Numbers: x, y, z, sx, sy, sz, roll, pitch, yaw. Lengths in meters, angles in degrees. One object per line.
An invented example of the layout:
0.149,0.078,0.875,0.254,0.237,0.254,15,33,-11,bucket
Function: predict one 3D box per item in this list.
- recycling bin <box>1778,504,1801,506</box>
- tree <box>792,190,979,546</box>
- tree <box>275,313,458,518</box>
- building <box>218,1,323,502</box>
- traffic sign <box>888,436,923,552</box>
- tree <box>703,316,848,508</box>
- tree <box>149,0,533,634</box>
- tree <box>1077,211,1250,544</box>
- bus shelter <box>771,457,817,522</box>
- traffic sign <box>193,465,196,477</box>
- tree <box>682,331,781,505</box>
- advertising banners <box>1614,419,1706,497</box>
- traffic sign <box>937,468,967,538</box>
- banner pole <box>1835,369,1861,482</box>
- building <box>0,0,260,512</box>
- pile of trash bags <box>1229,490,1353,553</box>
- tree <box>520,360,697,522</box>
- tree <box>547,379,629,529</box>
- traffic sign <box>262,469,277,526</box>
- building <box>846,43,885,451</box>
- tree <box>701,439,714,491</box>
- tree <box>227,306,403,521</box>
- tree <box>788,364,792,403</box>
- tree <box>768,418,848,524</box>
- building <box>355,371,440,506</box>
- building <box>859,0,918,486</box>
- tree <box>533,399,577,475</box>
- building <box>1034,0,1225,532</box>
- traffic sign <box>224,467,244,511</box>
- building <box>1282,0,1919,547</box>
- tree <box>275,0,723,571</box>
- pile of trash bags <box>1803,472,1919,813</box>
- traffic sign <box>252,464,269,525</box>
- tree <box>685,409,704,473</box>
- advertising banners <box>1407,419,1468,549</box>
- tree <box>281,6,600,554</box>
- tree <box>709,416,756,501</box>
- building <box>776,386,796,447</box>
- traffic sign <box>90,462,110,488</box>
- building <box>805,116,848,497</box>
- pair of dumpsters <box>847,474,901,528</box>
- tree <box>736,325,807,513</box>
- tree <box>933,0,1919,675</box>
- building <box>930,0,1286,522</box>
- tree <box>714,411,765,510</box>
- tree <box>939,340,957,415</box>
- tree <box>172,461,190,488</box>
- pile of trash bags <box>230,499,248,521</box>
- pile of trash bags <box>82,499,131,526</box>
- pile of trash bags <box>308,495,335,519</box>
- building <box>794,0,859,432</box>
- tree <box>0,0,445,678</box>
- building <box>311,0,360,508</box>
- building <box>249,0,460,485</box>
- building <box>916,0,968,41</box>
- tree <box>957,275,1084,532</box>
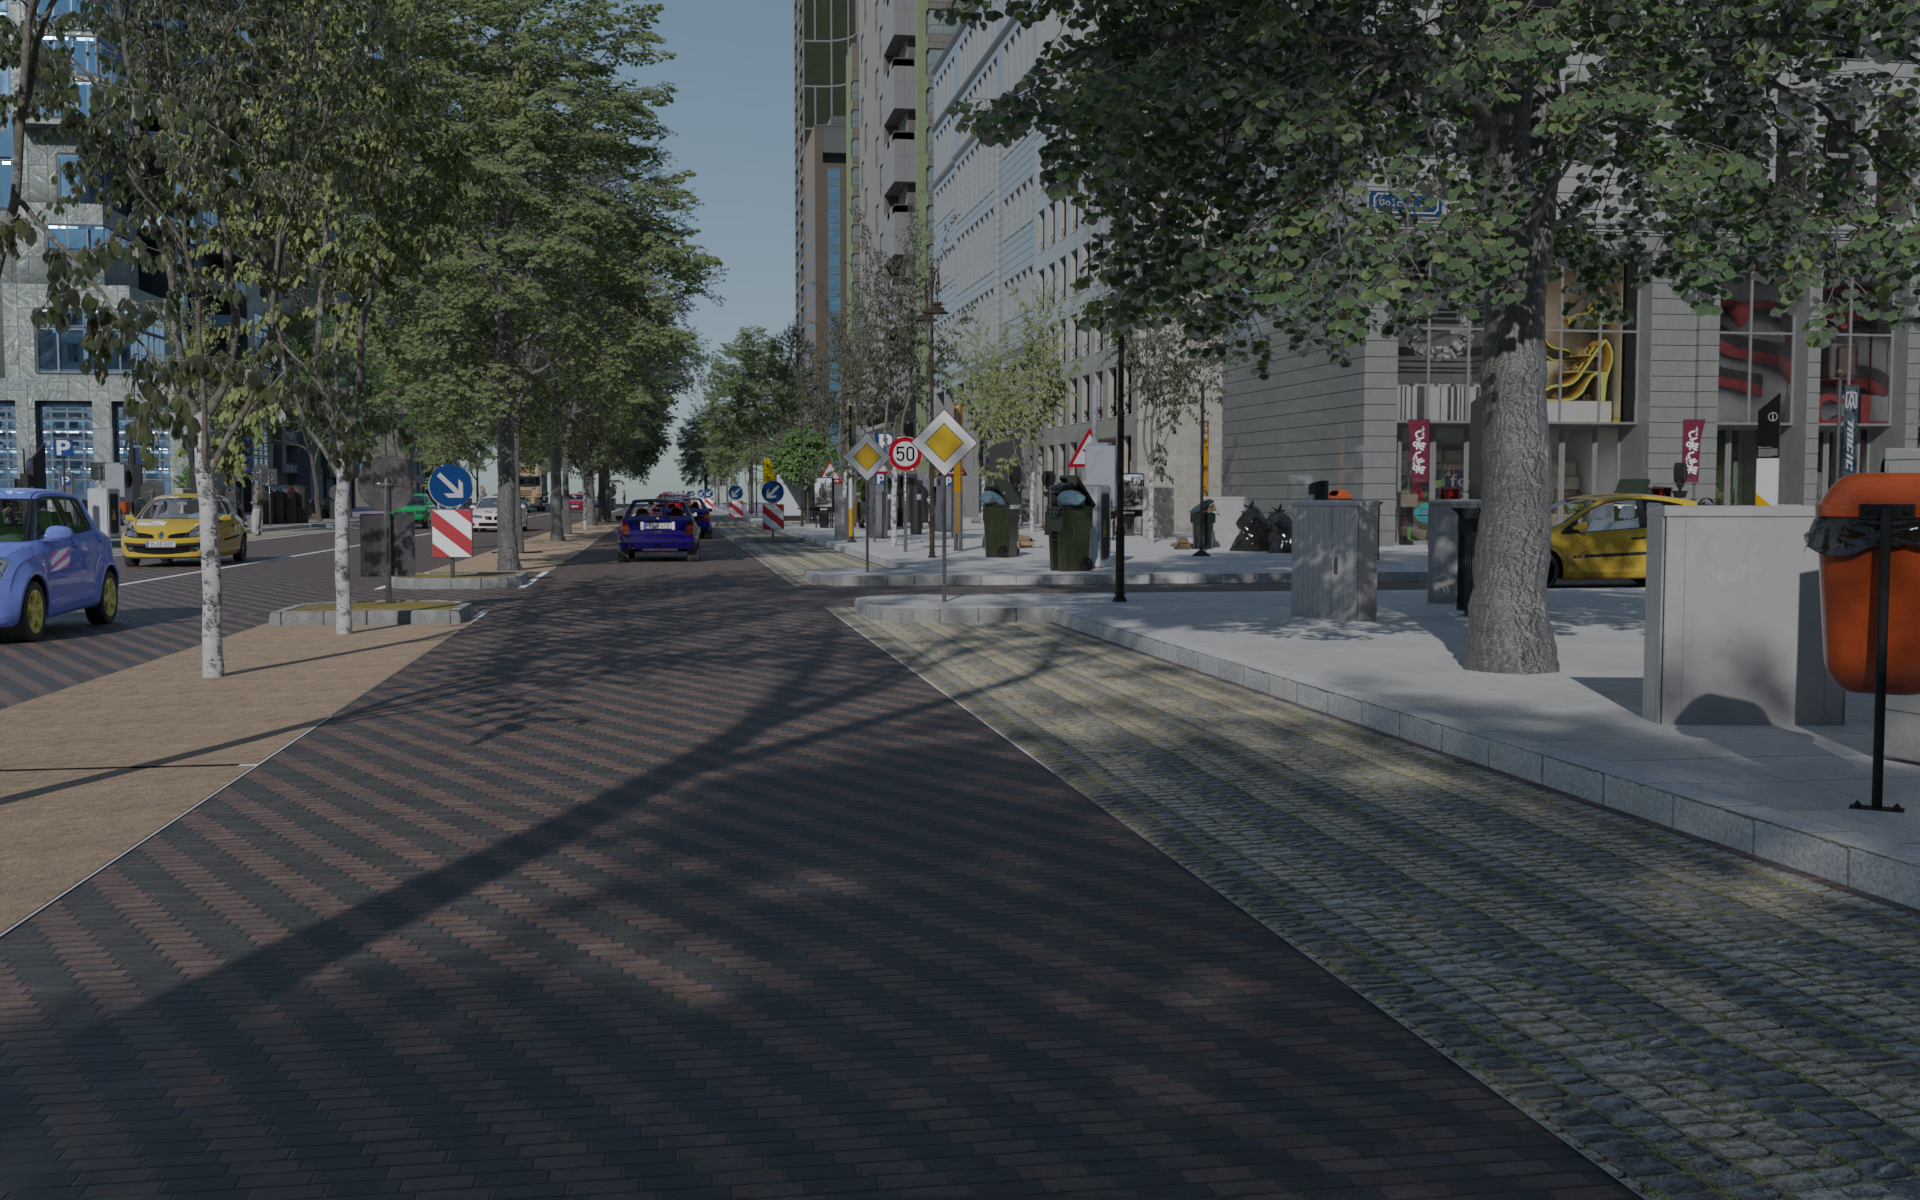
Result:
19.712,-1.785,41.743,0.722,1.027,0.722,-2,4,-29,recycling bin
-1.616,-5.651,42.761,4.360,8.622,3.978,0,3,0,tree
-33.247,-10.303,94.216,9.928,11.665,9.643,0,3,0,tree
-58.089,-27.500,133.223,14.154,41.232,14.086,-1,4,-10,building
-1.209,-2.339,38.353,0.768,2.556,0.104,0,4,-3,traffic sign
-9.250,-9.540,90.390,7.601,10.594,8.767,-1,4,-10,tree
-6.351,-3.962,17.604,4.737,8.622,4.395,0,3,0,tree
5.164,-5.755,44.451,4.360,8.622,3.978,0,3,0,tree
-7.558,-5.249,79.739,2.014,3.302,5.546,-1,4,-9,bus shelter
-28.404,-3.974,65.073,0.768,2.556,0.104,-1,4,-9,traffic sign
-26.792,-21.038,199.866,12.611,20.169,13.585,0,3,0,tree
16.362,-2.711,40.513,2.074,3.025,0.090,0,4,1,advertising banners
-0.227,-3.107,50.808,0.884,2.594,0.081,0,4,-8,traffic sign
17.795,-2.741,34.838,0.863,3.779,0.401,-2,4,-29,banner pole
-57.300,-48.708,109.049,22.319,86.520,31.000,-1,4,-10,building
7.470,-1.731,38.056,1.912,1.369,3.447,-2,4,-26,pile of trash bags
-18.222,-10.301,87.885,9.611,12.733,9.660,0,3,0,tree
-15.100,-7.140,69.551,4.360,8.622,3.978,0,3,0,tree
-27.864,-4.146,69.913,0.606,2.300,0.079,0,4,-1,traffic sign
-3.761,-29.263,162.046,14.154,41.232,14.086,-1,4,-10,building
-25.631,-14.412,185.993,4.737,8.622,4.395,0,3,0,tree
-30.264,-8.972,81.105,7.601,10.594,8.767,3,5,44,tree
-3.834,-6.541,57.306,4.360,8.622,3.978,0,3,0,tree
-6.581,-5.590,75.111,4.285,4.588,4.351,0,3,0,tree
-76.277,-21.871,202.632,27.650,21.520,28.899,-1,4,-10,building
6.514,-33.829,142.343,28.713,52.752,27.495,-1,4,-10,building
-16.618,-10.298,77.482,9.857,13.997,8.962,0,3,0,tree
9.724,-12.998,67.276,10.420,20.320,16.860,-1,4,-10,building
-28.617,-4.174,68.346,0.768,2.556,0.104,0,4,-7,traffic sign
23.413,-16.606,49.009,29.804,29.767,11.434,-1,4,-10,building
-8.229,-6.781,31.448,7.486,12.596,7.792,0,3,0,tree
5.070,0.198,6.517,3.447,1.369,1.912,2,4,30,pile of trash bags
-29.201,-4.421,72.395,0.768,2.556,0.104,0,4,-2,traffic sign
-21.817,-13.974,162.890,8.767,10.594,7.601,0,4,-1,tree
11.394,-2.688,40.143,2.074,3.025,0.090,2,4,25,advertising banners
-10.766,-7.876,41.602,12.009,13.543,11.850,0,3,0,tree
-19.248,-12.043,147.259,4.360,8.622,3.978,0,3,0,tree
-12.160,-24.760,249.868,27.650,21.520,28.899,-1,4,-10,building
-27.588,-3.271,55.611,0.606,2.300,0.079,0,4,-7,traffic sign
-10.931,-34.033,206.556,14.600,45.320,14.200,-1,4,-10,building
-3.224,-3.816,64.878,1.574,2.255,4.437,-1,4,-10,pair of dumpsters
-13.658,-12.125,116.373,7.486,12.596,7.792,0,3,0,tree
3.913,-6.458,12.250,9.857,13.997,8.962,0,3,0,tree
6.180,-19.149,90.583,11.434,29.767,29.804,-1,4,-10,building
-16.477,-11.289,134.939,4.737,8.622,4.395,0,3,0,tree
1.198,-7.436,71.943,4.737,8.622,4.395,0,3,0,tree
-41.530,-6.030,93.197,1.663,3.219,1.824,0,3,0,tree
-34.955,-4.338,80.681,3.447,1.369,1.912,1,4,14,pile of trash bags
-34.671,-3.686,70.019,1.912,1.369,3.447,1,4,8,pile of trash bags
-33.676,-4.866,89.319,3.447,1.369,1.912,-2,4,-30,pile of trash bags
-12.501,-48.011,223.235,20.563,71.187,20.611,-1,4,-10,building
-5.759,-3.681,12.998,4.360,8.622,3.978,0,3,0,tree
-59.823,-30.398,147.122,14.600,45.320,14.200,-1,4,-10,building
-78.548,-56.153,230.780,22.319,86.520,31.000,-1,4,-10,building
3.710,-26.752,120.995,14.154,41.232,14.086,-1,4,-10,building
2.370,-6.615,58.525,4.737,8.622,4.395,0,3,0,tree
